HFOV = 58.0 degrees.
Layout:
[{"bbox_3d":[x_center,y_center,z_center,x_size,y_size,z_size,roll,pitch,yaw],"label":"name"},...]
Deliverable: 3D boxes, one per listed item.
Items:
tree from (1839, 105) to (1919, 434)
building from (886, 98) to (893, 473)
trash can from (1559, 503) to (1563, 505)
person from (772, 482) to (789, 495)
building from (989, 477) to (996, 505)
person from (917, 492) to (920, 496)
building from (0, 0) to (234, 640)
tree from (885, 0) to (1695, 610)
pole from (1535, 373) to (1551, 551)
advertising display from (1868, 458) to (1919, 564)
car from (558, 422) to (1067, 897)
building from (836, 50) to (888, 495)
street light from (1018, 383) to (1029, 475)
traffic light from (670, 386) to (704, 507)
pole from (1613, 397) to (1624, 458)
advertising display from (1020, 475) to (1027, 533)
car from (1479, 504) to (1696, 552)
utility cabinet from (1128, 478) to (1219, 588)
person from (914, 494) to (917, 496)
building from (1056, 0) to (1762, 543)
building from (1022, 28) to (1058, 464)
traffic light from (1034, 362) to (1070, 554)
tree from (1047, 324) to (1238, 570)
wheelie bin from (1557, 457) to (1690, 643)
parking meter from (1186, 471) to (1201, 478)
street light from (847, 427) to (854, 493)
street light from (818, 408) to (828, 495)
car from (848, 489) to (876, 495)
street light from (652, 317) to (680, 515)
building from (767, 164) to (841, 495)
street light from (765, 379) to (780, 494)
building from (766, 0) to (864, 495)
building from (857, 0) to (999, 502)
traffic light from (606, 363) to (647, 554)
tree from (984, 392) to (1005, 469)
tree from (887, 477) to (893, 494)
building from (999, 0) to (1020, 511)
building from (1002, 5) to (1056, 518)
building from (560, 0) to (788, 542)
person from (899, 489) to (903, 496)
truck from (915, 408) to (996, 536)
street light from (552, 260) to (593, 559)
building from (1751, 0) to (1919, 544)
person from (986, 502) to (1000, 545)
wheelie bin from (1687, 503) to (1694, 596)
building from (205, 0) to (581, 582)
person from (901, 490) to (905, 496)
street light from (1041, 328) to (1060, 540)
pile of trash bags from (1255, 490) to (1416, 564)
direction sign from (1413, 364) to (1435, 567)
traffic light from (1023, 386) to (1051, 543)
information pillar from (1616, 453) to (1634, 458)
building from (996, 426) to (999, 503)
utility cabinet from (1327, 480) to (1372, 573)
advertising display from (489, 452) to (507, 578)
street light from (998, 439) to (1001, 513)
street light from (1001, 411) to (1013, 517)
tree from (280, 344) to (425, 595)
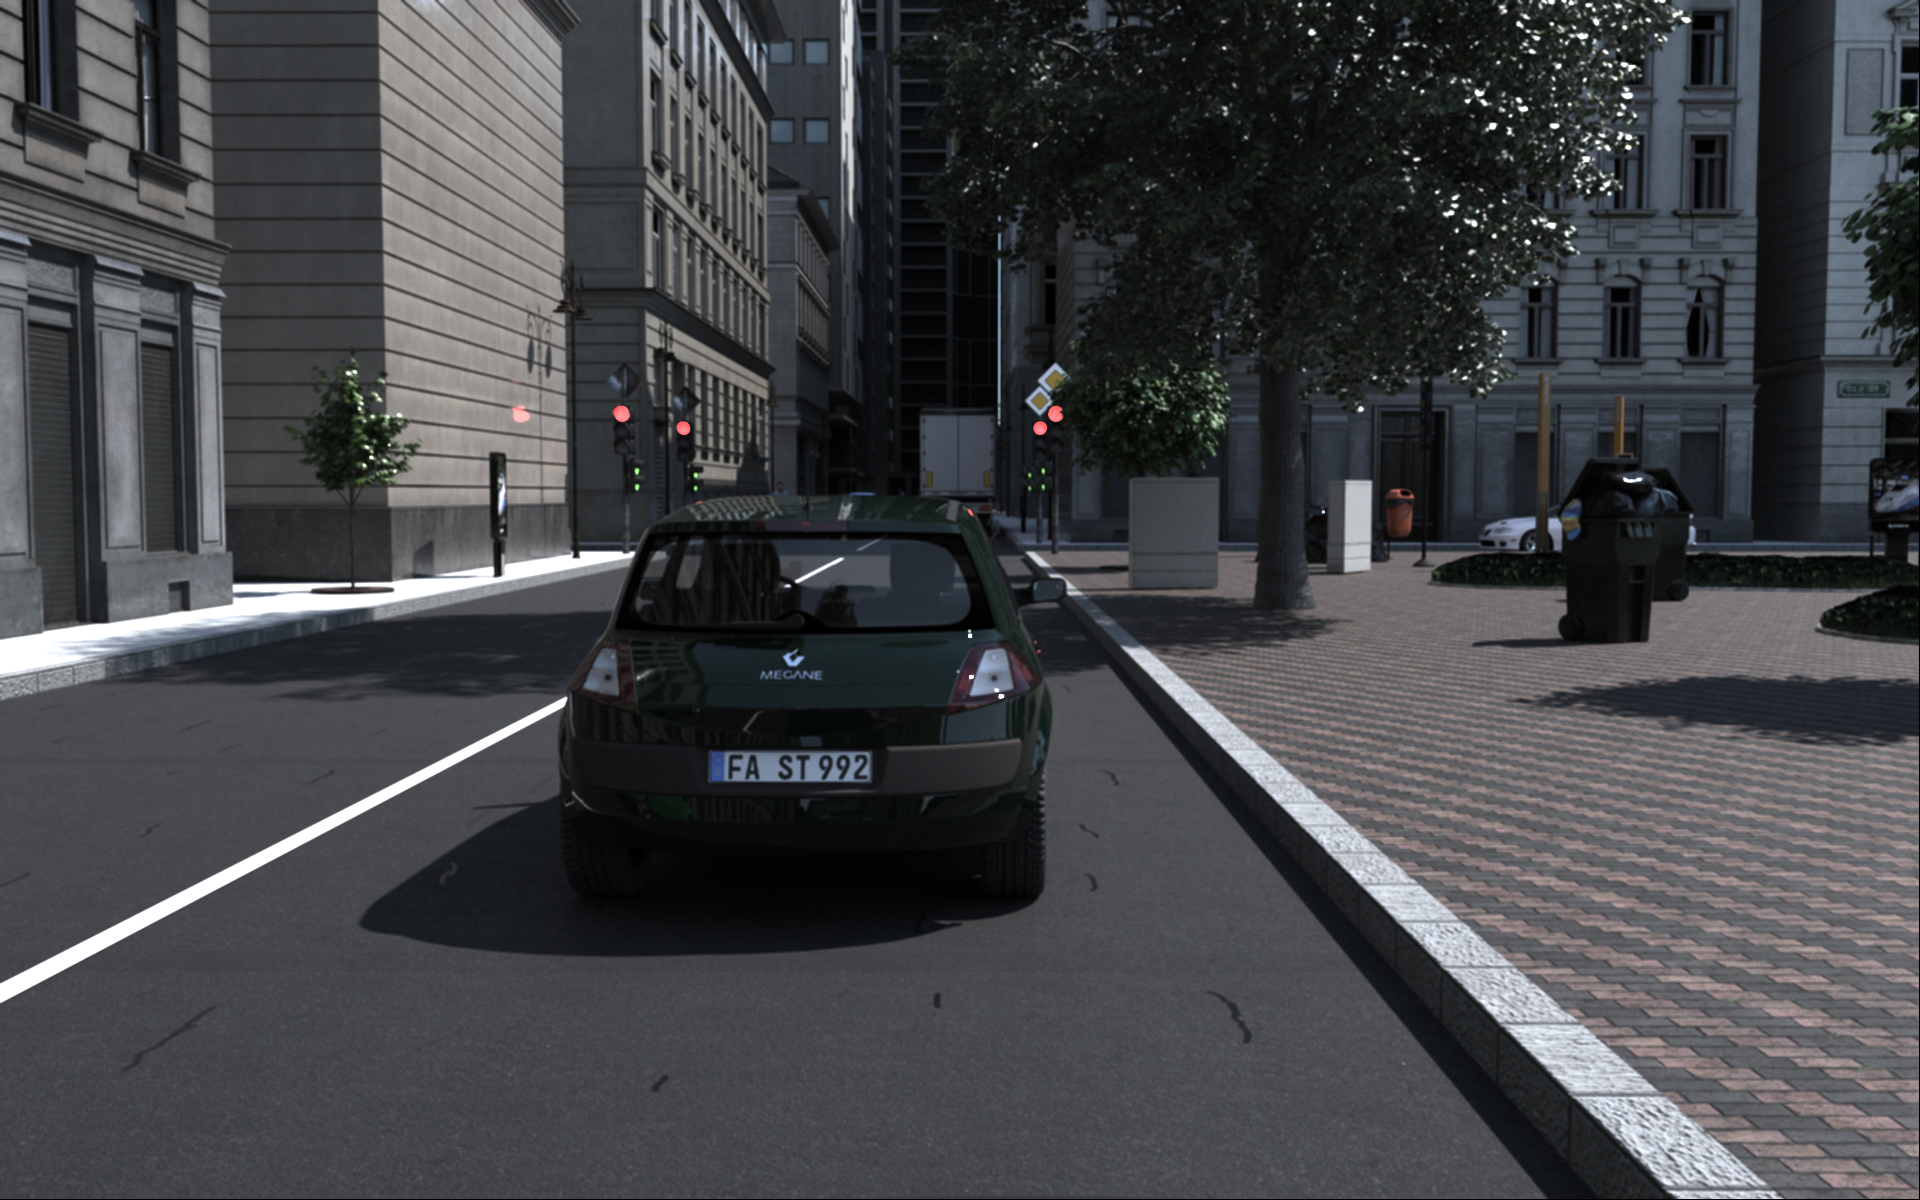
[{"bbox_3d":[7.443,-1.677,11.135,4.285,4.588,4.351,0,3,0],"label":"tree"},{"bbox_3d":[-22.654,-34.527,184.131,30.456,49.044,23.786,0,4,0],"label":"building"},{"bbox_3d":[10.211,-1.027,28.443,0.748,1.137,0.748,0,3,0],"label":"trash can"},{"bbox_3d":[-5.721,-2.876,55.544,0.660,1.820,0.620,-1,4,-21],"label":"person"},{"bbox_3d":[19.270,-30.077,183.638,32.217,40.220,23.993,0,4,0],"label":"building"},{"bbox_3d":[-4.696,-11.457,196.735,0.541,1.710,0.530,-2,4,-34],"label":"person"},{"bbox_3d":[-13.125,-9.869,10.513,9.793,20.994,18.267,0,4,0],"label":"building"},{"bbox_3d":[3.615,-6.865,18.897,9.857,13.997,8.962,0,3,0],"label":"tree"},{"bbox_3d":[9.900,-2.175,29.405,0.158,3.312,0.155,0,3,0],"label":"pole"},{"bbox_3d":[16.793,-1.578,31.019,0.974,1.923,0.123,0,4,4],"label":"advertising display"},{"bbox_3d":[-0.515,0.136,7.560,2.009,1.686,4.222,0,4,1],"label":"car"},{"bbox_3d":[-13.898,-28.835,155.043,14.154,41.232,14.086,0,4,0],"label":"building"},{"bbox_3d":[2.636,-6.082,72.224,0.468,5.910,1.993,0,4,0],"label":"street light"},{"bbox_3d":[-7.112,-3.432,45.026,0.839,4.253,0.868,0,4,0],"label":"traffic light"},{"bbox_3d":[13.798,-2.599,36.336,0.158,3.312,0.155,0,3,0],"label":"pole"},{"bbox_3d":[2.112,-3.205,57.607,0.123,1.923,0.974,0,4,-4],"label":"advertising display"},{"bbox_3d":[14.506,-1.700,40.155,4.827,1.381,2.083,0,4,-1],"label":"car"},{"bbox_3d":[2.892,-0.906,23.484,1.173,1.500,0.318,0,4,-8],"label":"utility cabinet"},{"bbox_3d":[-4.967,-10.873,189.463,0.799,1.438,0.628,1,4,21],"label":"person"},{"bbox_3d":[11.822,-12.244,49.344,18.267,20.994,9.793,0,4,0],"label":"building"},{"bbox_3d":[9.902,-15.519,72.823,14.460,24.649,34.723,0,4,0],"label":"building"},{"bbox_3d":[2.017,-2.942,37.020,0.839,4.253,0.868,0,4,0],"label":"traffic light"},{"bbox_3d":[3.127,-2.818,29.786,4.285,4.588,4.351,0,3,0],"label":"tree"},{"bbox_3d":[5.711,-0.441,15.126,0.980,1.594,0.693,-2,4,-30],"label":"wheelie bin"},{"bbox_3d":[5.975,-2.363,44.344,0.255,1.863,0.399,2,4,33],"label":"parking meter"},{"bbox_3d":[-7.368,-8.818,116.963,0.468,5.910,1.993,0,4,0],"label":"street light"},{"bbox_3d":[-7.366,-7.364,93.188,0.468,5.910,1.993,0,4,0],"label":"street light"},{"bbox_3d":[-4.189,-3.937,73.963,1.945,1.707,3.694,0,4,2],"label":"car"},{"bbox_3d":[-7.662,-4.434,45.277,0.468,5.910,1.993,0,4,0],"label":"street light"},{"bbox_3d":[-13.226,-14.932,95.055,10.553,20.767,40.483,0,4,0],"label":"building"},{"bbox_3d":[-7.511,-5.910,69.413,0.468,5.910,1.993,0,4,0],"label":"street light"},{"bbox_3d":[-21.570,-33.269,133.184,28.713,52.752,27.495,0,4,0],"label":"building"},{"bbox_3d":[-5.477,-47.332,212.131,20.611,71.187,20.563,0,4,0],"label":"building"},{"bbox_3d":[-7.144,-2.943,37.041,0.839,4.253,0.868,0,4,0],"label":"traffic light"},{"bbox_3d":[3.653,-10.607,123.780,4.360,8.622,3.978,0,3,0],"label":"tree"},{"bbox_3d":[-7.004,-10.503,166.319,1.663,3.219,1.824,0,3,0],"label":"tree"},{"bbox_3d":[10.052,-27.529,133.699,14.154,41.232,14.086,0,4,0],"label":"building"},{"bbox_3d":[8.439,-20.024,104.878,11.434,29.767,29.804,0,4,0],"label":"building"},{"bbox_3d":[-15.464,-13.837,59.515,16.112,22.955,30.059,0,4,0],"label":"building"},{"bbox_3d":[-4.349,-7.184,126.040,0.705,1.814,1.350,-1,4,-20],"label":"person"},{"bbox_3d":[-0.204,-4.475,62.084,2.839,4.237,11.283,0,4,-1],"label":"truck"},{"bbox_3d":[-7.651,-3.766,34.362,0.468,5.910,1.993,0,4,0],"label":"street light"},{"bbox_3d":[43.774,-16.846,51.841,44.131,29.872,17.030,0,4,0],"label":"building"},{"bbox_3d":[0.939,-2.159,48.807,0.382,1.210,0.505,0,4,5],"label":"person"},{"bbox_3d":[8.423,-0.799,20.973,0.693,1.594,0.980,0,4,-3],"label":"wheelie bin"},{"bbox_3d":[-20.341,-14.245,30.164,25.104,27.353,12.463,0,4,0],"label":"building"},{"bbox_3d":[-5.455,-9.354,161.306,0.599,1.838,0.709,3,4,36],"label":"person"},{"bbox_3d":[2.527,-4.628,48.449,0.468,5.910,1.993,0,4,0],"label":"street light"},{"bbox_3d":[7.443,-1.439,33.277,3.447,1.369,1.912,-2,4,-34],"label":"pile of trash bags"},{"bbox_3d":[8.219,-2.361,30.592,0.379,3.537,0.876,0,4,4],"label":"direction sign"},{"bbox_3d":[2.050,-3.430,45.005,0.839,4.253,0.868,0,4,0],"label":"traffic light"},{"bbox_3d":[11.983,-1.639,31.286,0.304,2.012,0.304,1,4,21],"label":"information pillar"},{"bbox_3d":[14.732,-51.506,154.798,22.319,86.520,31.000,0,4,0],"label":"building"},{"bbox_3d":[6.322,-1.191,28.151,0.318,1.500,1.173,2,4,34],"label":"utility cabinet"},{"bbox_3d":[-7.176,-1.329,26.946,0.123,1.923,0.974,0,4,-7],"label":"advertising display"},{"bbox_3d":[2.849,-8.991,119.795,0.468,5.910,1.993,0,4,0],"label":"street light"},{"bbox_3d":[2.679,-7.536,96.000,0.468,5.910,1.993,0,4,0],"label":"street light"},{"bbox_3d":[-7.860,-1.700,22.400,1.663,3.219,1.824,0,3,0],"label":"tree"}]
